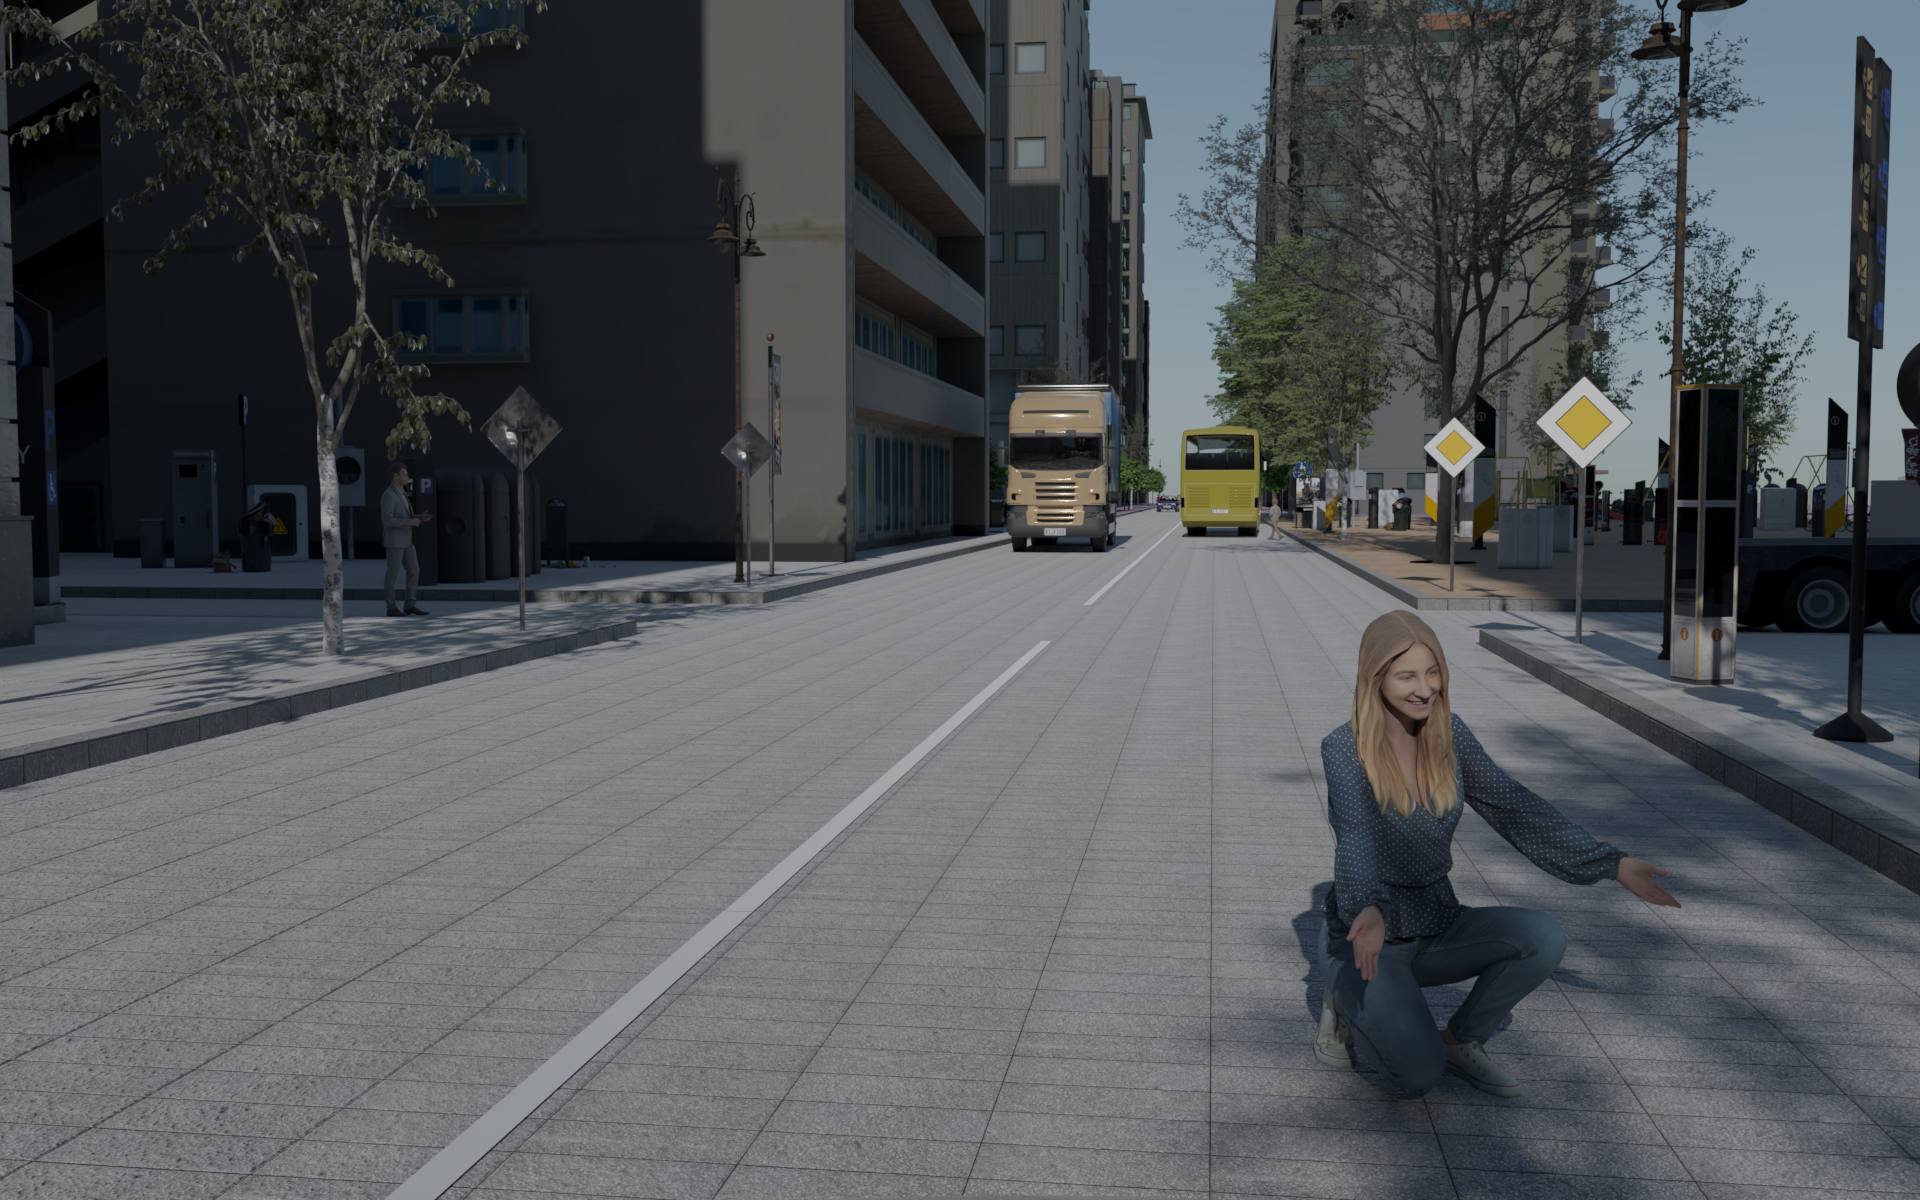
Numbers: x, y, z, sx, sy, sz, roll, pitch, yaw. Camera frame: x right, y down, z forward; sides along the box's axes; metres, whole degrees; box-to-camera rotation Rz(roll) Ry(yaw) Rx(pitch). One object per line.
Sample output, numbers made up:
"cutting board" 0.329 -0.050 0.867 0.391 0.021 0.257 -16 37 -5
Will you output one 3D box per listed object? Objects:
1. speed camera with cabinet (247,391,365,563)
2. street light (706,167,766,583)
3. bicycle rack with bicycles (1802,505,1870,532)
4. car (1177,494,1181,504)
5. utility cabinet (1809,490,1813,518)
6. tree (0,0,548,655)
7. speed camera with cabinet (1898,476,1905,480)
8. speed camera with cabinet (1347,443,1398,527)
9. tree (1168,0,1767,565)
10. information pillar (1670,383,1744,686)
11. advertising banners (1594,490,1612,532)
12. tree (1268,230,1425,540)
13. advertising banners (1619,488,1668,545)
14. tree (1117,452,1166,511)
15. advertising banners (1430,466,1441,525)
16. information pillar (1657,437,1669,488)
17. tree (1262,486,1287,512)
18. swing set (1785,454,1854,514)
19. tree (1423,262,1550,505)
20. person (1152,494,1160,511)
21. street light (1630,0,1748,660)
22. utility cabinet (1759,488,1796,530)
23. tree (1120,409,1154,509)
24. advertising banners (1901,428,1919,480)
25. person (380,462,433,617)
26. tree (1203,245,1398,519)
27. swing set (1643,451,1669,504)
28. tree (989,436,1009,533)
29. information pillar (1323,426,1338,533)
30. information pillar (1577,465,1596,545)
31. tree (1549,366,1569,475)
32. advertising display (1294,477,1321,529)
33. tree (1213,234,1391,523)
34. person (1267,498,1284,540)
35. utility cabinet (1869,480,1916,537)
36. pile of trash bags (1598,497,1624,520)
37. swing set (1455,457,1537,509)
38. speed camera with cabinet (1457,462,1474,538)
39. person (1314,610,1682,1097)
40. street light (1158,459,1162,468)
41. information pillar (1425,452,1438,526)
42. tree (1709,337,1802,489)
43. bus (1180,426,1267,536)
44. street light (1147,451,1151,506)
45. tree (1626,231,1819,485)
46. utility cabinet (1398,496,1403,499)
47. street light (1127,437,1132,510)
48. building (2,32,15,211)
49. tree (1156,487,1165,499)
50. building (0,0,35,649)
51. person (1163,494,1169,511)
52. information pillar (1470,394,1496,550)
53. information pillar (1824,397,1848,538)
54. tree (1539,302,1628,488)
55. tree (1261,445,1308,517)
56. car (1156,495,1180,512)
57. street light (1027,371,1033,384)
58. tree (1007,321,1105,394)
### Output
"speed camera with cabinet" -12.361 -2.348 32.727 2.038 3.252 0.660 -2 4 -32
"street light" -3.192 -3.189 24.922 0.468 5.910 1.993 1 4 8
"bicycle rack with bicycles" 30.363 -2.752 58.378 2.852 0.926 2.925 -1 4 -13
"car" 27.681 -12.553 215.469 2.015 1.641 3.980 0 4 8
"utility cabinet" 45.453 -5.073 91.627 1.173 1.500 0.318 -2 4 -31
"tree" -5.071 -3.852 13.344 4.360 8.622 3.978 0 3 0
"speed camera with cabinet" 47.745 -5.666 86.973 2.038 3.252 0.660 -3 5 -43
"speed camera with cabinet" 16.063 -4.483 67.635 2.038 3.252 0.660 -1 4 -14
"tree" 9.074 -7.413 31.574 12.009 13.543 11.850 0 3 0
"information pillar" 5.043 -0.441 11.709 0.304 2.012 0.304 -1 4 -13
"advertising banners" 21.881 -3.885 59.710 0.090 3.025 2.074 -1 4 -11
"tree" 10.751 -5.988 48.265 4.360 8.622 3.978 0 3 0
"advertising banners" 17.587 -2.878 43.247 2.074 3.025 0.090 1 4 11
"tree" 12.674 -9.188 133.936 4.285 4.588 4.351 0 3 0
"advertising banners" 19.907 -4.652 72.245 0.090 3.025 2.074 0 4 3
"information pillar" 28.731 -4.855 70.740 0.504 3.616 0.183 2 4 26
"tree" 22.747 -7.940 124.413 1.663 3.219 1.824 0 3 0
"swing set" 34.288 -4.384 69.298 2.862 2.851 3.119 1 4 9
"tree" 15.466 -6.368 54.472 4.360 8.622 3.978 0 3 0
"person" 16.703 -8.229 146.265 0.991 1.433 0.599 -1 4 -15
"street light" 5.511 -2.476 13.268 0.468 5.910 1.993 1 4 8
"utility cabinet" 28.919 -3.214 61.230 1.173 1.500 0.318 0 4 -8
"tree" 14.870 -12.221 150.172 4.360 8.622 3.978 0 3 0
"advertising banners" 25.854 -3.016 45.500 2.074 3.025 0.090 2 4 30
"person" -6.489 -0.709 20.292 0.583 1.804 0.606 0 4 -2
"tree" 17.405 -11.179 89.435 9.857 13.997 8.962 0 3 0
"swing set" 24.345 -3.706 58.219 2.862 2.851 3.119 0 4 5
"tree" 1.047 -3.864 57.781 1.663 3.219 1.824 0 3 0
"information pillar" 12.225 -4.014 56.980 0.504 3.616 0.183 -2 4 -33
"information pillar" 15.698 -2.380 43.398 0.304 2.012 0.304 -1 4 -9
"tree" 31.359 -8.729 93.073 4.360 8.622 3.978 0 3 0
"advertising display" 12.940 -3.627 64.513 0.974 1.923 0.123 -1 4 -10
"tree" 14.961 -9.676 76.335 7.486 12.596 7.792 0 3 0
"person" 9.750 -2.500 53.647 0.640 1.303 0.475 3 5 39
"utility cabinet" 15.085 -1.148 27.445 0.318 1.500 1.173 -2 4 -35
"pile of trash bags" 32.017 -4.738 87.222 3.447 1.369 1.912 1 4 18
"swing set" 22.617 -4.608 72.957 3.119 2.851 2.862 0 4 -4
"speed camera with cabinet" 14.772 -3.409 50.077 0.660 3.252 2.038 1 4 11
"person" 1.228 0.602 4.163 1.012 1.151 0.738 -1 4 -16
"street light" 25.900 -15.377 224.207 0.468 5.910 1.993 1 4 8
"information pillar" 18.895 -4.768 69.307 0.504 3.616 0.183 3 4 38
"tree" 37.378 -8.052 82.017 4.360 8.622 3.978 0 3 0
"bus" 9.469 -4.303 61.897 2.896 3.916 12.252 1 4 10
"street light" 19.929 -12.862 183.075 0.468 5.910 1.993 1 4 8
"tree" 21.338 -5.992 48.329 4.737 8.622 4.395 0 3 0
"utility cabinet" 20.278 -4.251 80.671 0.306 1.237 1.020 3 5 39
"street light" 13.750 -10.279 140.847 0.468 5.910 1.993 1 4 8
"building" -39.057 -12.123 43.258 28.899 21.520 27.650 1 4 8
"tree" 28.477 -15.514 248.261 1.663 3.219 1.824 0 3 0
"building" -20.708 -13.020 10.146 25.104 27.353 12.463 1 4 8
"person" 17.838 -8.429 149.551 0.697 1.427 0.421 0 4 4
"information pillar" 12.052 -2.967 39.863 0.504 3.616 0.183 0 4 7
"information pillar" 21.262 -3.100 42.044 0.504 3.616 0.183 0 4 -4
"tree" 24.324 -7.155 67.351 4.737 8.622 4.395 0 3 0
"tree" 18.136 -6.998 98.129 4.285 4.588 4.351 0 3 0
"car" 16.693 -7.728 138.935 1.945 1.354 3.894 1 4 9
"street light" 2.625 -5.669 65.470 0.468 5.910 1.993 1 4 8
"tree" 4.235 -7.594 74.519 4.360 8.622 3.978 0 3 0
